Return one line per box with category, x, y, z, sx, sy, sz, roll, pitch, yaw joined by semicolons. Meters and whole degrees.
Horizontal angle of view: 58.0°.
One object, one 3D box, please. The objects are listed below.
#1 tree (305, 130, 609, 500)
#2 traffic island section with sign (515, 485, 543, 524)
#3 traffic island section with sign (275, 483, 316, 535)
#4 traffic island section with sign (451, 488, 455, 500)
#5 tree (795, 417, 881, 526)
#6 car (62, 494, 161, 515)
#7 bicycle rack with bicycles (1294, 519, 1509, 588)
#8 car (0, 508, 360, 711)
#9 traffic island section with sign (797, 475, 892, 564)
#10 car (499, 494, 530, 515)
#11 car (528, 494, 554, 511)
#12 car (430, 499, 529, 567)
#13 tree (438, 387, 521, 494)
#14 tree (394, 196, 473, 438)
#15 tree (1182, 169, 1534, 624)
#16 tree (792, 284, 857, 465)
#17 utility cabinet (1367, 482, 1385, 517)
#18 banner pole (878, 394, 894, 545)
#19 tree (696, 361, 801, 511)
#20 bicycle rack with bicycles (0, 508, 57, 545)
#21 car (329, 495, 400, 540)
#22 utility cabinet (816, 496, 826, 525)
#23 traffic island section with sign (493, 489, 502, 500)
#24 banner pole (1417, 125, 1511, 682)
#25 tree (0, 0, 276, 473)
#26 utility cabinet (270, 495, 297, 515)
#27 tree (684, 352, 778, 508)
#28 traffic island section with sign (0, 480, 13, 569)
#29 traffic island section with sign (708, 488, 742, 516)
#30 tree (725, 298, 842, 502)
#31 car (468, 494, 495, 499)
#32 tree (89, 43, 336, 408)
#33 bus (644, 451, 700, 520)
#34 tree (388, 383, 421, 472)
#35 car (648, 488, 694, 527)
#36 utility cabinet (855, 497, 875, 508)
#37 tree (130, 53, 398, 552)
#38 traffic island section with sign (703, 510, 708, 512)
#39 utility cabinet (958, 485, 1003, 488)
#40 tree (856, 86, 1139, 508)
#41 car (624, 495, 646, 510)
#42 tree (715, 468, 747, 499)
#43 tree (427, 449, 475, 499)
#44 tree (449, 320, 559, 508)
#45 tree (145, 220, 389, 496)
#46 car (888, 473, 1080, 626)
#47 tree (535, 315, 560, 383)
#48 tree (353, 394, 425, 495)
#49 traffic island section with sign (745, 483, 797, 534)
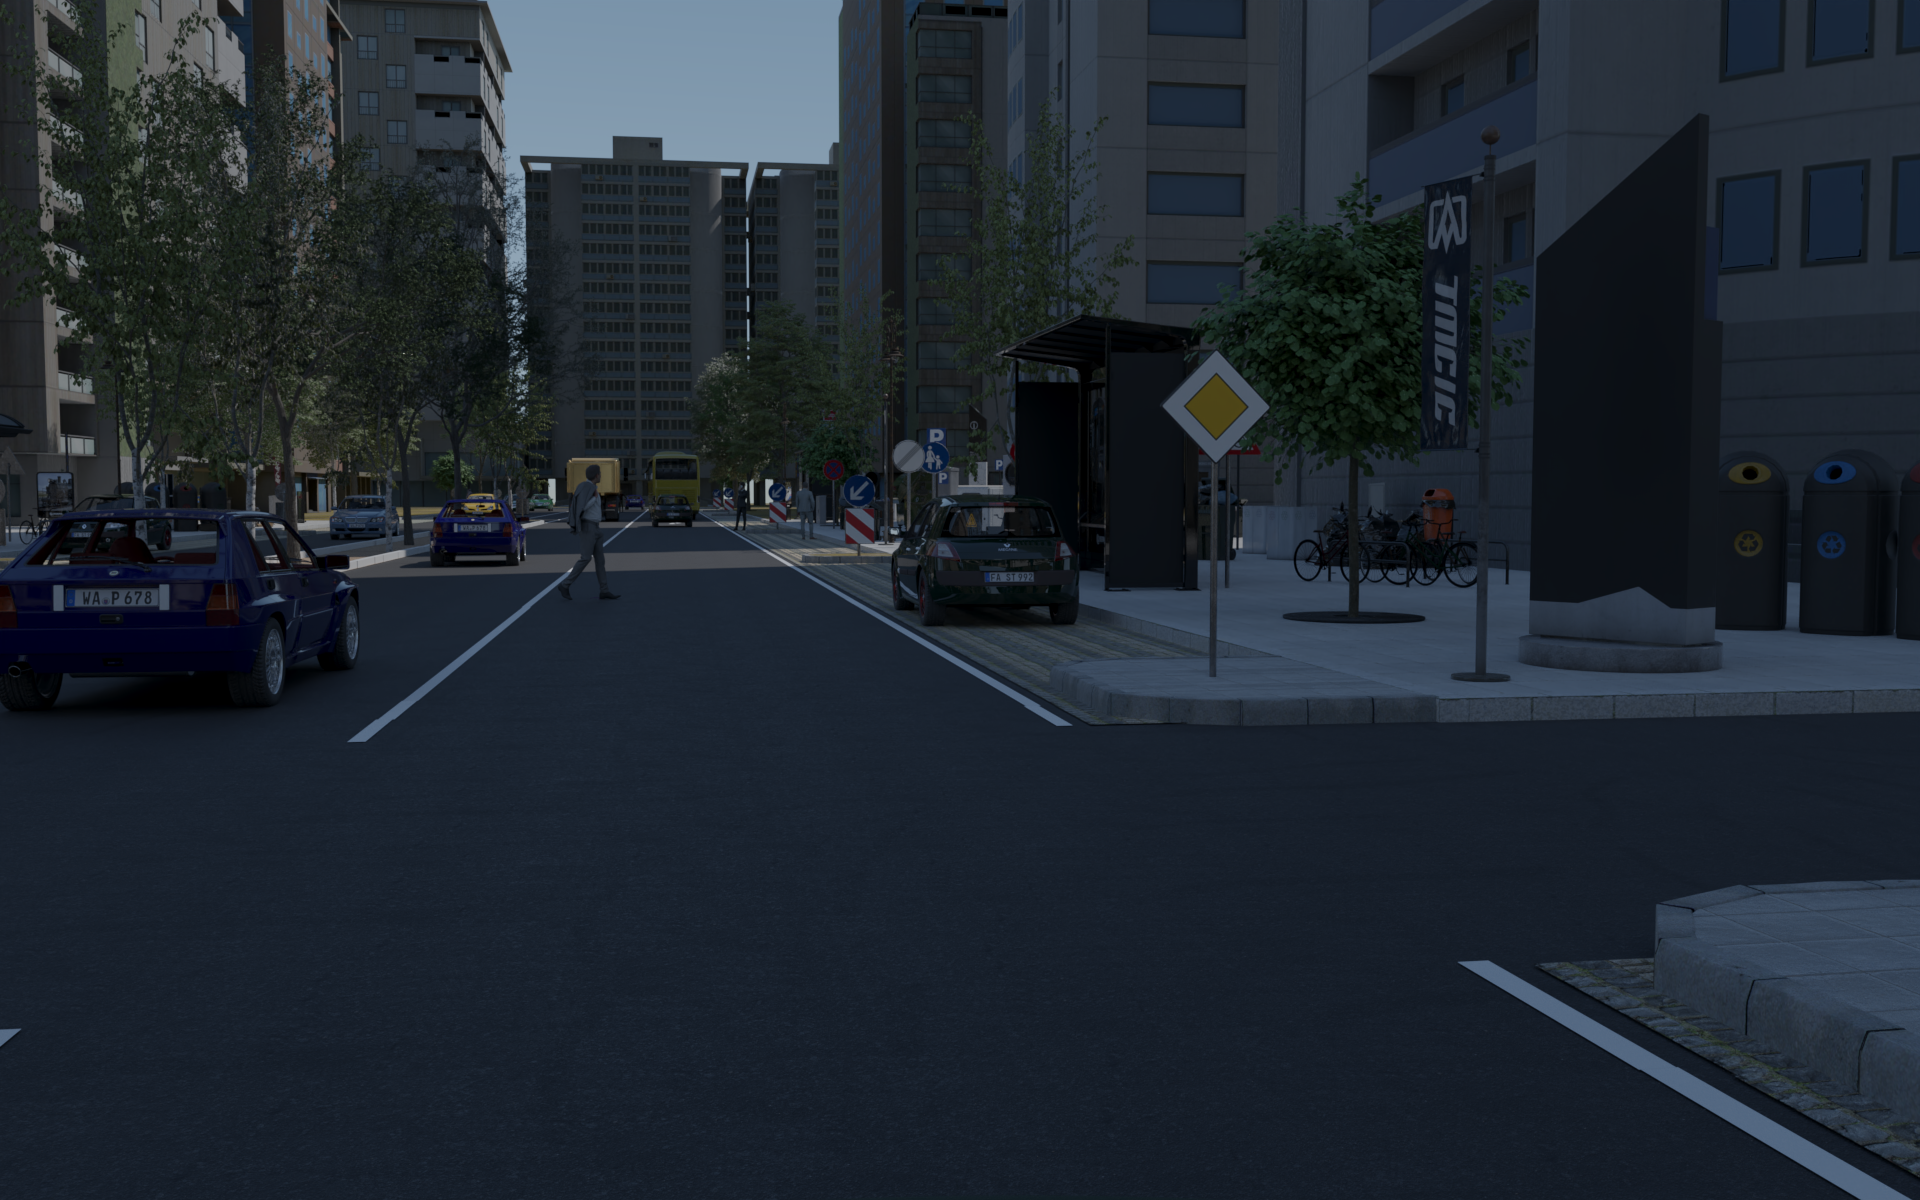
tree;-16.947;-8.889;58.155;12.009;13.543;11.850;0;3;0
traffic island section with sign;-21.311;-4.648;84.139;2.006;1.907;1.989;-1;4;-10
traffic island section with sign;-23.539;-3.157;60.250;1.989;1.847;2.006;-1;4;-10
traffic island section with sign;-31.897;-6.186;109.774;1.989;1.847;2.006;-1;4;-10
tree;-4.861;-5.235;69.311;4.285;4.588;4.351;0;3;0
car;-20.747;-1.999;42.464;2.009;1.686;4.222;0;4;-8
bicycle rack with bicycles;6.535;-0.696;24.754;2.852;0.926;2.925;-2;4;-24
car;-5.653;-0.019;12.883;1.945;1.354;3.894;0;4;-8
traffic island section with sign;-2.306;-1.700;36.427;1.989;1.847;2.006;-1;4;-10
car;-31.357;-6.741;122.010;2.131;1.459;4.920;-1;4;-11
car;-35.117;-8.156;145.155;2.131;1.459;4.920;-1;4;-10
car;-9.903;-1.416;35.725;1.945;1.354;3.894;-1;4;-11
tree;-42.415;-13.912;153.223;9.928;11.665;9.643;0;3;0
tree;-13.996;-5.472;42.279;4.360;8.622;3.978;0;3;0
tree;4.025;-2.082;17.760;4.285;4.588;4.351;0;3;0
tree;-3.524;-6.682;59.614;4.737;8.622;4.395;0;3;0
utility cabinet;7.994;-1.507;33.311;0.318;1.500;1.173;1;4;13
banner pole;-1.859;-3.250;43.149;0.401;3.779;0.863;0;4;0
tree;-15.922;-12.576;131.365;9.928;11.665;9.643;0;3;0
bicycle rack with bicycles;-24.336;-1.890;44.292;2.852;0.926;2.925;0;4;-7
car;-19.225;-2.693;56.040;2.014;1.417;4.499;-1;4;-11
utility cabinet;-5.871;-3.791;73.146;0.306;1.237;1.020;-1;4;-13
traffic island section with sign;-36.379;-7.812;136.355;1.989;1.847;2.006;-1;4;-10
banner pole;3.495;-1.349;12.080;0.401;3.779;0.863;-2;4;-28
tree;-11.325;-4.334;23.687;4.737;8.622;4.395;0;3;0
utility cabinet;-30.359;-4.086;77.974;1.020;1.237;0.306;0;4;3
tree;-20.043;-15.163;154.567;9.857;13.997;8.962;0;3;0
traffic island section with sign;-19.043;-1.529;33.621;1.989;1.847;2.006;-1;4;-10
traffic island section with sign;-15.148;-6.354;112.511;1.989;1.847;2.006;-1;4;-10
tree;-10.154;-11.187;101.041;7.486;12.596;7.792;0;3;0
car;-25.372;-4.991;91.822;2.015;1.641;3.980;-1;4;-10
tree;-13.405;-5.990;34.807;8.767;10.594;7.601;-1;4;-10
bus;-16.527;-6.598;99.431;2.896;3.916;12.252;-1;4;-12
tree;-33.081;-10.697;93.020;7.486;12.596;7.792;0;3;0
car;-12.741;-4.082;76.532;2.009;1.686;4.222;-1;4;-11
utility cabinet;-4.689;-4.663;84.911;0.318;1.500;1.173;-3;5;-44
tree;-11.906;-4.657;28.964;4.360;8.622;3.978;0;3;0
traffic island section with sign;-19.650;-7.979;139.089;1.989;1.847;2.006;-1;4;-10
utility cabinet;0.535;-2.172;44.195;1.173;1.500;0.318;0;4;1
tree;1.203;-5.009;32.257;4.737;8.622;4.395;0;3;0
car;-29.805;-8.941;158.766;1.945;1.354;3.894;-1;4;-9
tree;-21.483;-10.988;163.363;4.285;4.588;4.351;0;3;0
tree;-37.033;-8.685;125.711;4.285;4.588;4.351;0;3;0
tree;-18.856;-7.323;72.544;4.737;8.622;4.395;0;3;0
tree;-28.834;-9.265;69.612;7.486;12.596;7.792;0;3;0
car;0.214;-0.635;20.174;2.009;1.686;4.222;-1;4;-8
tree;-15.343;-6.806;48.147;8.767;10.594;7.601;-1;4;-10
tree;-33.672;-9.204;100.851;4.737;8.622;4.395;0;3;0
traffic island section with sign;-6.791;-3.326;63.008;1.989;1.847;2.006;-1;4;-10
